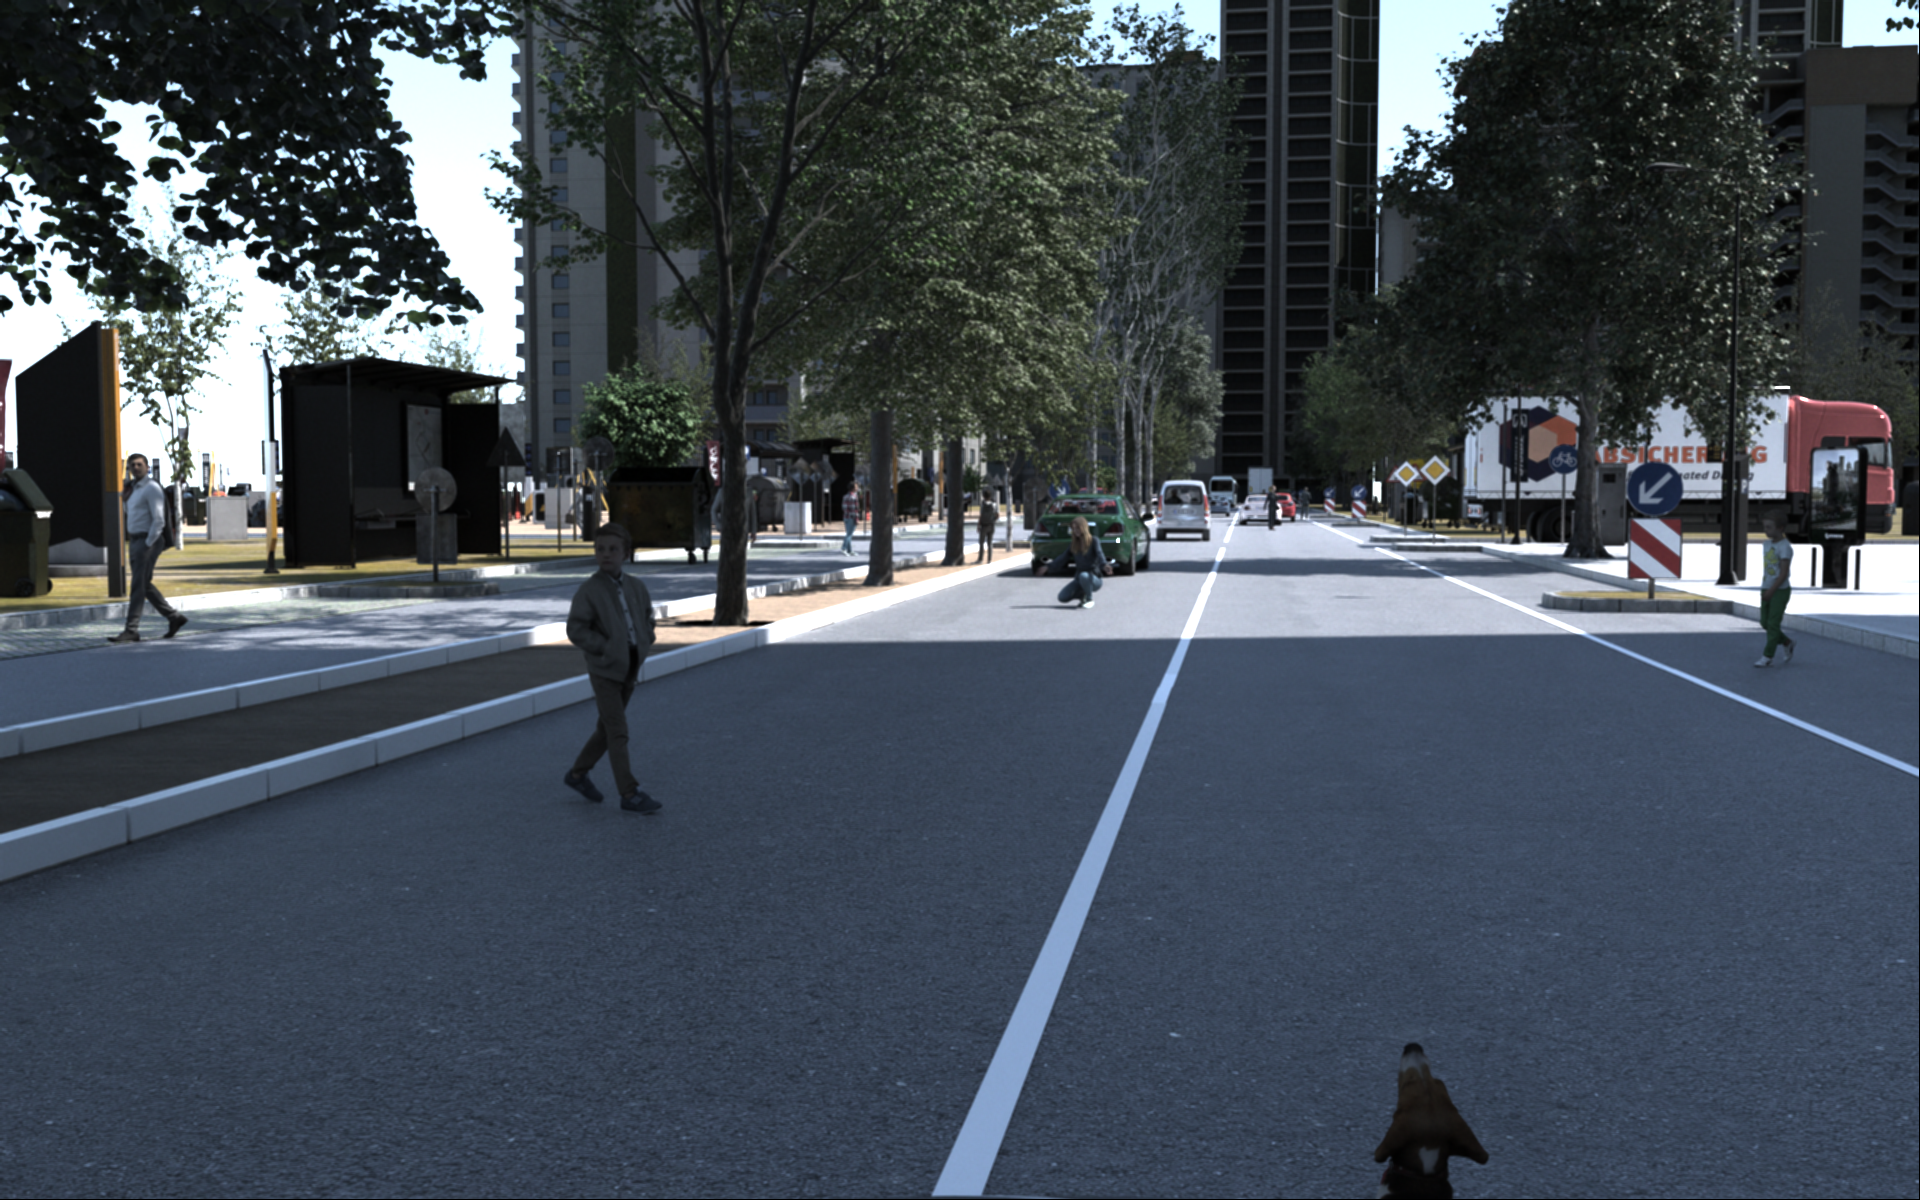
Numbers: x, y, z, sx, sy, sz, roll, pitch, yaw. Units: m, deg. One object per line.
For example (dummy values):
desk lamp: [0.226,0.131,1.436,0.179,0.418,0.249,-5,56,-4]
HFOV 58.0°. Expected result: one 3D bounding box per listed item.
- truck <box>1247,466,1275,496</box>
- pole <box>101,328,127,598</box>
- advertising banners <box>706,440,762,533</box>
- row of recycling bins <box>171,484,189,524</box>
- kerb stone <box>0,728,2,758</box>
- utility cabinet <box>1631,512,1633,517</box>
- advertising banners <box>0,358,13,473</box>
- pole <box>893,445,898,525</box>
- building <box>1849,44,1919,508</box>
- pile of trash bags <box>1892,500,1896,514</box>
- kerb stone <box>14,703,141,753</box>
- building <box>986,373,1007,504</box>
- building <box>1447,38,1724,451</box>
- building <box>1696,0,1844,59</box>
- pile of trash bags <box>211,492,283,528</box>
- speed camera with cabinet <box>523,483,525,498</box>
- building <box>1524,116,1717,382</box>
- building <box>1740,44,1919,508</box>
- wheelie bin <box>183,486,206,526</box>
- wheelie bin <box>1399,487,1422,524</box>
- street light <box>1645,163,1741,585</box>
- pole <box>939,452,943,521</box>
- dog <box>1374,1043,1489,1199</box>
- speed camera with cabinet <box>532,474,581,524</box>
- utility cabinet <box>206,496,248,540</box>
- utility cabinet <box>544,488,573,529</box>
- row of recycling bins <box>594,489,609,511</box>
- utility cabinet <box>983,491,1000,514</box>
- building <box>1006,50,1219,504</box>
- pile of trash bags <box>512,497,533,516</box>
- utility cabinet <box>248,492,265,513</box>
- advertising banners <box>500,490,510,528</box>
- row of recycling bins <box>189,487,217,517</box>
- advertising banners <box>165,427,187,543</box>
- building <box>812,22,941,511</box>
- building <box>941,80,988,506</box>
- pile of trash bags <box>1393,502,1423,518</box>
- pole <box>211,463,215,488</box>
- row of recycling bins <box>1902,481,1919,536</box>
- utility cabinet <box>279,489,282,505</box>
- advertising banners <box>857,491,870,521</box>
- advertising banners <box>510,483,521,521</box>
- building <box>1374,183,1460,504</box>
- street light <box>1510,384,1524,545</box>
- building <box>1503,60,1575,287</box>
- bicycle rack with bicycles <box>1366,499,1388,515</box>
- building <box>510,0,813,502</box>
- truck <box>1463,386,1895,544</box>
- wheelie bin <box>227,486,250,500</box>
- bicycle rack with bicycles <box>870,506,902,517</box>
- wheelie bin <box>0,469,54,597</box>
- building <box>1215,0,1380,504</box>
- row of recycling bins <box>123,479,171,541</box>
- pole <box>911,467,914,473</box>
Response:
truck: [31.070,-11.621,178.919,2.839,4.237,11.283,1,4,10]
pole: [-10.471,-1.687,21.429,0.158,3.312,0.155,0,3,0]
advertising banners: [-7.375,-3.690,56.513,2.074,3.025,0.090,-3,4,-38]
row of recycling bins: [-34.490,-4.014,72.737,3.534,1.692,1.069,-2,4,-28]
kerb stone: [-5.287,0.808,8.980,0.120,0.150,1.000,1,4,9]
utility cabinet: [25.635,-3.455,65.170,1.173,1.500,0.318,2,4,34]
advertising banners: [-13.005,-1.564,21.762,2.074,3.025,0.090,-3,5,-40]
pole: [-2.706,-4.790,72.164,0.158,3.312,0.155,0,3,0]
building: [97.987,-31.788,169.840,14.200,45.320,14.600,1,4,9]
pile of trash bags: [57.938,-6.161,110.482,3.447,1.369,1.912,3,5,41]
kerb stone: [-5.114,0.746,10.001,0.120,0.150,1.000,1,4,9]
building: [-5.952,-40.052,244.092,27.495,52.752,28.713,1,4,9]
building: [59.640,-31.408,168.148,22.147,44.769,28.867,1,4,9]
building: [100.923,-47.934,221.977,20.611,71.187,20.563,1,4,9]
pile of trash bags: [-27.130,-3.447,66.114,1.912,1.369,3.447,2,4,24]
speed camera with cabinet: [-29.993,-7.827,122.303,2.038,3.252,0.660,2,4,35]
building: [50.579,-22.148,133.814,14.160,30.474,14.107,1,4,9]
building: [83.900,-31.900,171.680,14.200,45.320,14.600,1,4,9]
wheelie bin: [-30.918,-3.793,69.930,0.693,1.594,0.980,0,4,6]
wheelie bin: [19.201,-4.050,74.125,0.693,1.594,0.980,-1,4,-12]
street light: [10.318,-3.172,24.396,1.470,5.913,1.316,1,4,9]
pole: [-0.915,-5.474,83.337,0.158,3.312,0.155,0,3,0]
dog: [0.720,1.050,3.034,0.748,0.427,0.550,-2,4,-33]
speed camera with cabinet: [-17.450,-4.930,74.942,2.038,3.252,0.660,-1,4,-10]
utility cabinet: [-20.457,-2.273,48.332,1.020,1.237,0.306,-3,5,-39]
utility cabinet: [-14.477,-3.306,62.732,1.173,1.500,0.318,2,4,26]
row of recycling bins: [-28.336,-7.811,134.825,3.534,1.692,1.069,1,4,20]
utility cabinet: [2.061,-6.362,112.695,1.173,1.500,0.318,3,5,44]
building: [20.837,-42.397,235.186,28.212,58.520,21.231,1,4,9]
pile of trash bags: [-25.473,-5.709,103.096,3.447,1.369,1.912,1,4,22]
utility cabinet: [-44.231,-6.148,109.204,1.173,1.500,0.318,-1,4,-10]
advertising banners: [-17.515,-4.256,65.780,0.090,3.025,2.074,0,4,0]
row of recycling bins: [-42.921,-5.424,95.798,3.534,1.692,1.069,-1,4,-13]
advertising banners: [-20.853,-3.033,45.784,2.074,3.025,0.090,3,5,43]
building: [-14.362,-36.947,146.089,21.231,58.520,28.212,1,4,9]
building: [-8.554,-45.551,183.004,20.611,71.187,20.563,1,4,9]
pile of trash bags: [23.633,-4.910,90.035,1.912,1.369,3.447,1,4,9]
pole: [-49.128,-7.345,113.934,0.158,3.312,0.155,0,3,0]
row of recycling bins: [31.086,-2.837,53.494,3.534,1.692,1.069,1,4,9]
utility cabinet: [-39.194,-5.591,100.087,0.318,1.500,1.173,-2,4,-34]
advertising banners: [-4.425,-5.282,82.545,0.090,3.025,2.074,1,4,22]
advertising banners: [-21.597,-5.311,83.024,0.090,3.025,2.074,-3,5,-39]
building: [61.878,-33.179,226.077,14.086,41.232,14.154,1,4,9]
street light: [13.579,-4.359,43.813,1.470,5.913,1.316,1,4,9]
building: [52.950,-28.381,147.630,14.154,41.232,14.086,1,4,9]
bicycle rack with bicycles: [30.185,-6.582,120.996,2.925,0.926,2.852,0,4,0]
building: [-32.737,-39.518,188.118,28.212,58.520,21.231,1,4,9]
truck: [19.508,-3.529,46.612,11.283,4.237,2.839,1,4,9]
wheelie bin: [-29.345,-3.822,70.401,0.693,1.594,0.980,3,5,44]
bicycle rack with bicycles: [-4.163,-5.241,99.074,2.852,0.926,2.925,3,5,41]
wheelie bin: [-11.819,-0.842,21.675,0.693,1.594,0.980,-1,4,-9]
building: [44.875,-48.458,230.543,20.611,71.187,20.563,1,4,9]
row of recycling bins: [-22.880,-2.428,46.813,1.069,1.692,3.534,0,4,5]
pole: [-3.538,-8.320,129.870,0.158,3.312,0.155,0,3,0]
